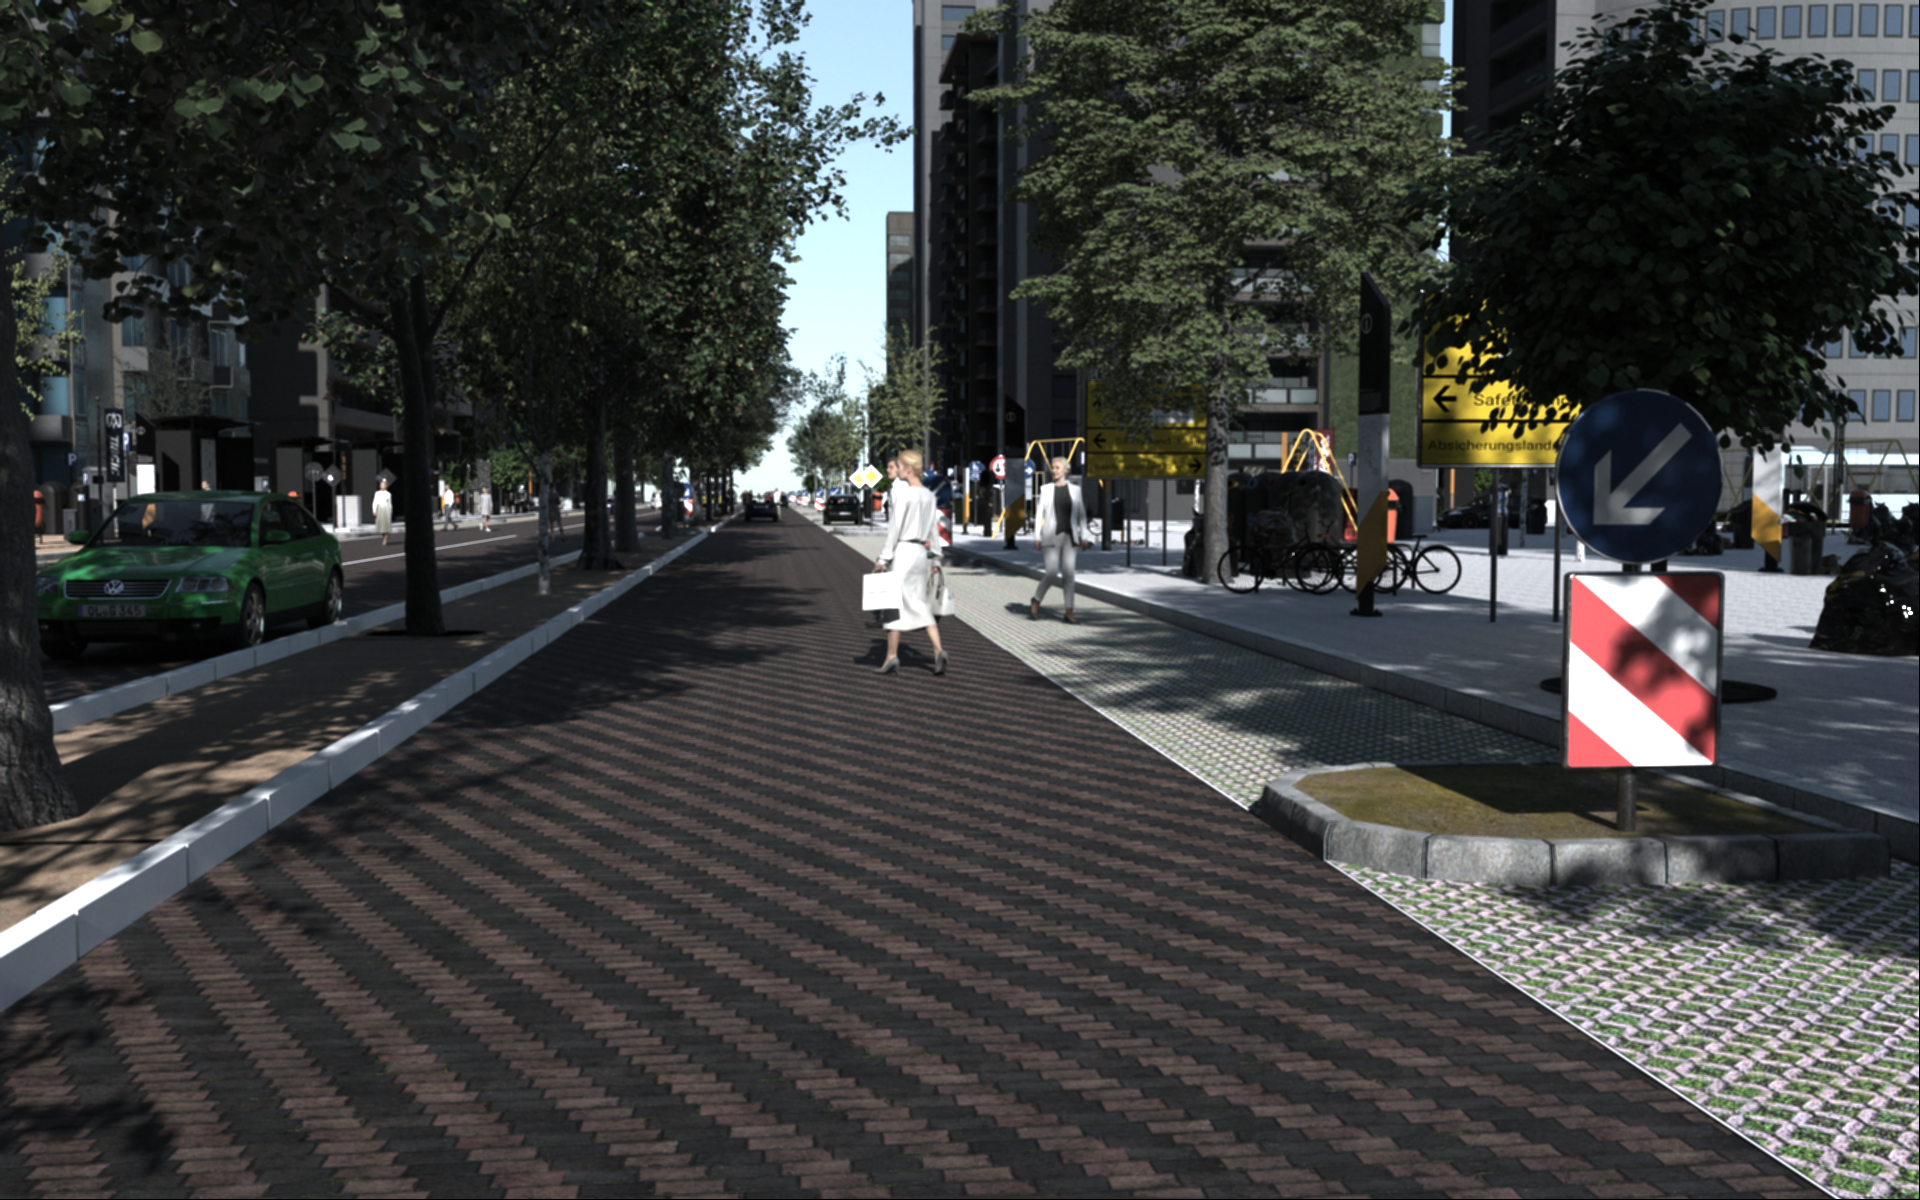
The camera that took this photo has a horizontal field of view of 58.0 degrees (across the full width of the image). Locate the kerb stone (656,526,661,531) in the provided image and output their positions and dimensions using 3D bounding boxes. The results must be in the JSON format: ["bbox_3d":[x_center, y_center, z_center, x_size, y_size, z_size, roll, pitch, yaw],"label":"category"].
[{"bbox_3d":[-11.783,-2.815,68.270,0.120,0.150,1.000,0,4,-6],"label":"kerb stone"}]

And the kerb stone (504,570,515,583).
[{"bbox_3d":[-7.363,-0.354,27.986,0.120,0.150,1.000,0,4,-6],"label":"kerb stone"}]

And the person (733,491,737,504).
[{"bbox_3d":[-33.698,-15.376,259.881,0.705,1.826,1.348,1,4,20],"label":"person"}]

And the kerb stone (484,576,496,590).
[{"bbox_3d":[-7.137,-0.229,25.947,0.120,0.150,1.000,0,4,-6],"label":"kerb stone"}]

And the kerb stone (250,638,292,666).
[{"bbox_3d":[-5.912,0.458,14.749,0.120,0.150,1.000,0,4,-6],"label":"kerb stone"}]

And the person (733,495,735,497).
[{"bbox_3d":[-37.776,-16.960,286.531,1.217,1.736,0.721,-2,4,-24],"label":"person"}]

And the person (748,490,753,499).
[{"bbox_3d":[-22.479,-10.915,186.598,0.705,1.869,1.348,-3,4,-38],"label":"person"}]

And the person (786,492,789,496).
[{"bbox_3d":[-29.510,-17.674,298.178,1.217,1.736,0.721,-3,4,-38],"label":"person"}]

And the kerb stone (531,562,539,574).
[{"bbox_3d":[-7.705,-0.542,31.053,0.120,0.150,1.000,0,4,-6],"label":"kerb stone"}]

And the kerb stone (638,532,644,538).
[{"bbox_3d":[-10.604,-2.162,57.551,0.120,0.150,1.000,0,4,-6],"label":"kerb stone"}]

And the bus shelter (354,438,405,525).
[{"bbox_3d":[-25.302,-5.174,75.877,1.731,3.624,6.357,0,4,-6],"label":"bus shelter"}]

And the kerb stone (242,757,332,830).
[{"bbox_3d":[-3.054,0.877,7.862,0.120,0.150,1.000,0,4,-6],"label":"kerb stone"}]

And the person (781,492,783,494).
[{"bbox_3d":[-22.835,-13.065,222.794,1.217,1.739,0.721,2,4,27],"label":"person"}]

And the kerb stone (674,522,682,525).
[{"bbox_3d":[-13.114,-3.561,80.502,0.120,0.150,1.000,0,4,-6],"label":"kerb stone"}]

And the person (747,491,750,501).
[{"bbox_3d":[-23.553,-11.277,193.555,0.721,1.739,1.217,0,4,3],"label":"person"}]

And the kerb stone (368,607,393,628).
[{"bbox_3d":[-6.362,0.206,18.823,0.120,0.150,1.000,0,4,-6],"label":"kerb stone"}]

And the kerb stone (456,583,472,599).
[{"bbox_3d":[-6.922,-0.104,23.905,0.120,0.150,1.000,0,4,-6],"label":"kerb stone"}]

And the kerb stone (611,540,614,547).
[{"bbox_3d":[-9.594,-1.595,48.388,0.120,0.150,1.000,0,4,-6],"label":"kerb stone"}]

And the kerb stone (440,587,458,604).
[{"bbox_3d":[-6.816,-0.042,22.888,0.120,0.150,1.000,0,4,-6],"label":"kerb stone"}]

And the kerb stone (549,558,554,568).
[{"bbox_3d":[-7.927,-0.665,33.098,0.120,0.150,1.000,0,4,-6],"label":"kerb stone"}]

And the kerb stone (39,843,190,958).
[{"bbox_3d":[-2.831,1.001,5.826,0.120,0.150,1.000,0,4,-6],"label":"kerb stone"}]

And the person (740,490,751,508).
[{"bbox_3d":[-20.193,-9.471,163.378,1.348,1.821,0.705,-2,4,-30],"label":"person"}]

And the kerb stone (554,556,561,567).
[{"bbox_3d":[-8.030,-0.729,34.115,0.120,0.150,1.000,0,4,-6],"label":"kerb stone"}]

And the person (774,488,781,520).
[{"bbox_3d":[-10.169,-5.368,96.491,0.478,1.798,0.641,-2,4,-29],"label":"person"}]

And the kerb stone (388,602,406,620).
[{"bbox_3d":[-6.479,0.145,19.839,0.120,0.150,1.000,0,4,-6],"label":"kerb stone"}]

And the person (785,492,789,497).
[{"bbox_3d":[-27.143,-15.869,268.675,1.217,1.735,0.721,0,4,-4],"label":"person"}]

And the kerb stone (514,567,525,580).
[{"bbox_3d":[-7.468,-0.417,29.012,0.120,0.150,1.000,0,4,-6],"label":"kerb stone"}]

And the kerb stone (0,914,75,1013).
[{"bbox_3d":[-2.715,1.063,4.808,0.120,0.150,1.000,0,4,-6],"label":"kerb stone"}]

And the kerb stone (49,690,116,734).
[{"bbox_3d":[-5.475,0.704,10.679,0.120,0.150,1.000,0,4,-6],"label":"kerb stone"}]

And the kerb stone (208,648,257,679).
[{"bbox_3d":[-5.804,0.518,13.733,0.120,0.150,1.000,0,4,-6],"label":"kerb stone"}]

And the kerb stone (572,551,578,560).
[{"bbox_3d":[-8.367,-0.915,37.180,0.120,0.150,1.000,0,4,-6],"label":"kerb stone"}]

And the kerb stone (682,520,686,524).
[{"bbox_3d":[-13.438,-3.753,83.553,0.120,0.150,1.000,0,4,-6],"label":"kerb stone"}]

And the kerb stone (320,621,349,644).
[{"bbox_3d":[-6.137,0.339,16.791,0.120,0.150,1.000,0,4,-6],"label":"kerb stone"}]

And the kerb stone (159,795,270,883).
[{"bbox_3d":[-2.944,0.942,6.842,0.120,0.150,1.000,0,4,-6],"label":"kerb stone"}]

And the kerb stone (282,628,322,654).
[{"bbox_3d":[-6.030,0.393,15.774,0.120,0.150,1.000,0,4,-6],"label":"kerb stone"}]

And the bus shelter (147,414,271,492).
[{"bbox_3d":[-23.291,-3.820,53.736,1.731,3.624,6.357,0,4,-6],"label":"bus shelter"}]

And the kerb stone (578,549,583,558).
[{"bbox_3d":[-8.480,-0.979,38.196,0.120,0.150,1.000,0,4,-6],"label":"kerb stone"}]

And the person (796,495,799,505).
[{"bbox_3d":[-21.343,-13.453,229.012,0.434,1.755,0.990,-2,4,-34],"label":"person"}]

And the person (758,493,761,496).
[{"bbox_3d":[-33.381,-17.018,288.205,0.593,1.643,0.415,-2,4,-33],"label":"person"}]

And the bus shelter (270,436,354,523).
[{"bbox_3d":[-27.257,-4.983,72.762,1.731,3.624,6.357,0,4,-6],"label":"bus shelter"}]

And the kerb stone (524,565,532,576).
[{"bbox_3d":[-7.590,-0.480,30.037,0.120,0.150,1.000,0,4,-6],"label":"kerb stone"}]

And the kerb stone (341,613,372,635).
[{"bbox_3d":[-6.247,0.268,17.807,0.120,0.150,1.000,0,4,-6],"label":"kerb stone"}]

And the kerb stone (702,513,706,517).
[{"bbox_3d":[-16.900,-5.685,115.147,0.120,0.150,1.000,0,4,-6],"label":"kerb stone"}]

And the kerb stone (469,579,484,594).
[{"bbox_3d":[-7.037,-0.167,24.921,0.120,0.150,1.000,0,4,-6],"label":"kerb stone"}]

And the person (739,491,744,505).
[{"bbox_3d":[-29.552,-13.917,235.974,1.348,1.831,0.705,1,4,23],"label":"person"}]

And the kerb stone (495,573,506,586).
[{"bbox_3d":[-7.245,-0.289,26.970,0.120,0.150,1.000,0,4,-6],"label":"kerb stone"}]

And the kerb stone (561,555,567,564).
[{"bbox_3d":[-8.144,-0.786,35.142,0.120,0.150,1.000,0,4,-6],"label":"kerb stone"}]

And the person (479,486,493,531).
[{"bbox_3d":[-18.357,-3.525,66.889,0.760,1.731,0.466,3,4,39],"label":"person"}]

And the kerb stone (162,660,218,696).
[{"bbox_3d":[-5.692,0.585,12.713,0.120,0.150,1.000,0,4,-6],"label":"kerb stone"}]

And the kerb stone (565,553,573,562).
[{"bbox_3d":[-8.252,-0.852,36.164,0.120,0.150,1.000,0,4,-6],"label":"kerb stone"}]

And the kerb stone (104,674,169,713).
[{"bbox_3d":[-5.594,0.643,11.695,0.120,0.150,1.000,0,4,-6],"label":"kerb stone"}]

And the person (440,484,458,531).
[{"bbox_3d":[-19.900,-3.594,67.368,0.679,1.850,0.850,3,5,43],"label":"person"}]

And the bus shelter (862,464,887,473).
[{"bbox_3d":[-6.694,-8.913,137.012,1.731,3.624,6.357,0,4,-6],"label":"bus shelter"}]
